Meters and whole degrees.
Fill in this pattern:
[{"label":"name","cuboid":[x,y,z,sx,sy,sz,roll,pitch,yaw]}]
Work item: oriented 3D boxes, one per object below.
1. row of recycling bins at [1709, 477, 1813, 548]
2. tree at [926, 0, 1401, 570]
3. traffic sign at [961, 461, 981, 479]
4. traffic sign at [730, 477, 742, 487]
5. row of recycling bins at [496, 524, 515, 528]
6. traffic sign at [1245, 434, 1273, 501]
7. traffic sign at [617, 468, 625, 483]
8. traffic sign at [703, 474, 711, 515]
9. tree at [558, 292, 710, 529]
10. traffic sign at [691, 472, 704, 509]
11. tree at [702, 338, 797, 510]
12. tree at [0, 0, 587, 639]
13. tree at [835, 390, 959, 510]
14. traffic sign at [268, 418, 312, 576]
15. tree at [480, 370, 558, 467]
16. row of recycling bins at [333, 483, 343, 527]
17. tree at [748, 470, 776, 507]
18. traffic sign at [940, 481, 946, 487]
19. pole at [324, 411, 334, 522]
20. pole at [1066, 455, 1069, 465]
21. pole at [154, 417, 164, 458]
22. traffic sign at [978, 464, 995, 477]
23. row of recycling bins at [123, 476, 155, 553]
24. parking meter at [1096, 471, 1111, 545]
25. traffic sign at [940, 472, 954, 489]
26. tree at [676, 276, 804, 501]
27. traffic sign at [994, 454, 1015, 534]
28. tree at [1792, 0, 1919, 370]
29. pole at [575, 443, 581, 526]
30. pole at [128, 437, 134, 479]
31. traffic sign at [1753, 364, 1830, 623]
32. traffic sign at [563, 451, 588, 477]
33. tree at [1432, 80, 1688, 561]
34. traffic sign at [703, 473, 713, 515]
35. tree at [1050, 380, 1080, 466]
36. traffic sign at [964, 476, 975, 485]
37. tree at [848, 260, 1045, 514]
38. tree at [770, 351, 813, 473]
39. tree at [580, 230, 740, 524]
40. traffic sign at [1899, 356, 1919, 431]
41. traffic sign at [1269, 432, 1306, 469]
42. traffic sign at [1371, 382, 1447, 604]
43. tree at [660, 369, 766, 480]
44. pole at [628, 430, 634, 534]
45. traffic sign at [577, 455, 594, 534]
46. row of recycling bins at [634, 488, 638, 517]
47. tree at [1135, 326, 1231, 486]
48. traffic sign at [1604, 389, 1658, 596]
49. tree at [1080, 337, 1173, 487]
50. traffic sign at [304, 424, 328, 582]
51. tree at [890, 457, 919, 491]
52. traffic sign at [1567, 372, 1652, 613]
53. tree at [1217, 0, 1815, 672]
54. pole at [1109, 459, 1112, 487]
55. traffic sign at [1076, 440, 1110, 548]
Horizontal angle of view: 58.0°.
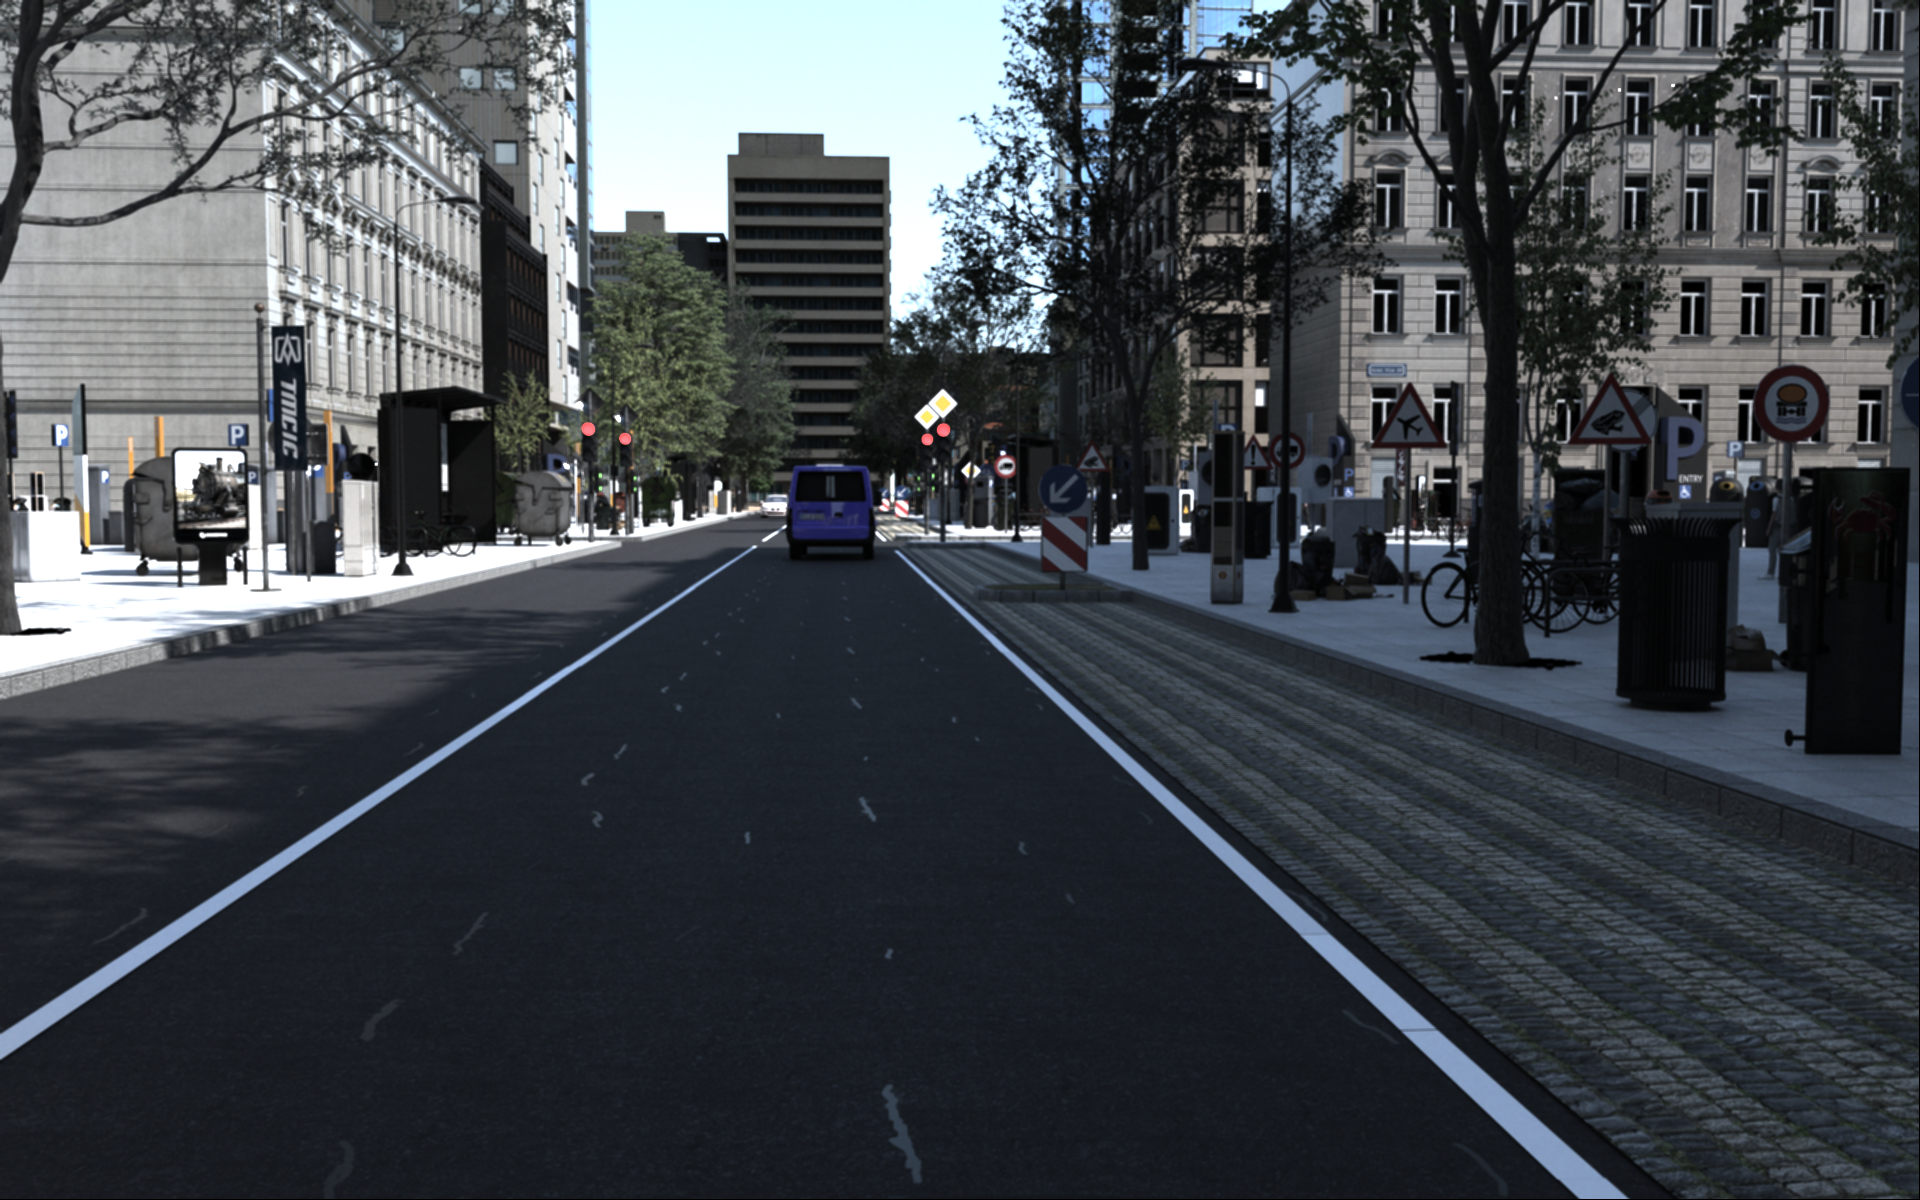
[{"label":"row of recycling bins","cuboid":[19.511,-2.088,41.244,1.069,1.692,3.534,-2,4,-33]},{"label":"tree","cuboid":[3.165,-5.805,29.328,8.767,10.594,7.601,1,4,14]},{"label":"traffic sign","cuboid":[0.455,-4.202,68.435,0.795,2.593,0.064,0,4,0]},{"label":"traffic sign","cuboid":[-16.695,-7.898,129.141,0.884,2.594,0.081,0,4,-3]},{"label":"row of recycling bins","cuboid":[-17.397,-3.580,65.639,3.534,1.692,1.069,-3,5,-43]},{"label":"traffic sign","cuboid":[6.397,-2.316,37.869,0.884,2.594,0.081,0,4,0]},{"label":"traffic sign","cuboid":[-15.658,-4.968,81.222,0.884,2.594,0.081,0,4,3]},{"label":"traffic sign","cuboid":[-15.956,-6.611,108.190,0.768,2.556,0.104,0,4,5]},{"label":"tree","cuboid":[-11.528,-6.882,62.877,4.737,8.622,4.395,0,3,0]},{"label":"traffic sign","cuboid":[-15.027,-6.059,99.170,0.768,2.556,0.104,0,4,4]},{"label":"tree","cuboid":[-17.241,-14.175,138.415,9.857,13.997,8.962,0,3,0]},{"label":"tree","cuboid":[-8.762,-6.416,15.278,12.009,13.543,11.850,0,3,0]},{"label":"tree","cuboid":[-4.843,-13.456,137.009,9.611,12.733,9.660,0,3,0]},{"label":"traffic sign","cuboid":[-10.455,-1.653,27.130,0.768,2.556,0.104,0,4,0]},{"label":"tree","cuboid":[-25.539,-9.204,100.841,4.737,8.622,4.395,0,3,0]},{"label":"row of recycling bins","cuboid":[-23.171,-3.484,64.074,3.534,1.692,1.069,2,4,33]},{"label":"tree","cuboid":[-20.265,-11.793,176.526,4.285,4.588,4.351,0,3,0]},{"label":"traffic sign","cuboid":[-1.120,-7.872,128.821,0.768,2.556,0.104,0,4,2]},{"label":"pole","cuboid":[-15.449,-2.971,42.414,0.158,3.312,0.155,0,3,0]},{"label":"pole","cuboid":[5.607,-5.903,90.355,0.158,3.312,0.155,0,3,0]},{"label":"pole","cuboid":[-21.097,-3.172,45.704,0.158,3.312,0.155,0,3,0]},{"label":"traffic sign","cuboid":[1.112,-4.460,73.023,0.768,2.556,0.104,0,4,5]},{"label":"row of recycling bins","cuboid":[-18.373,-1.979,39.471,1.069,1.692,3.534,-1,4,-16]},{"label":"parking meter","cuboid":[3.626,-2.331,43.826,0.255,1.863,0.399,-1,4,-20]},{"label":"traffic sign","cuboid":[-0.749,-5.973,97.763,0.768,2.556,0.104,0,4,-2]},{"label":"tree","cuboid":[-19.964,-18.180,153.130,12.611,20.169,13.585,0,3,0]},{"label":"traffic sign","cuboid":[1.480,-3.395,55.613,0.768,2.556,0.104,0,4,3]},{"label":"tree","cuboid":[12.510,-4.314,20.901,4.737,8.622,4.395,0,3,0]},{"label":"pole","cuboid":[-15.159,-4.583,68.769,0.158,3.312,0.155,0,3,0]},{"label":"pole","cuboid":[-29.716,-4.177,62.132,0.158,3.312,0.155,0,3,0]},{"label":"traffic sign","cuboid":[8.180,-1.042,17.141,0.768,2.556,0.104,0,4,-2]},{"label":"traffic sign","cuboid":[-11.828,-3.274,53.268,0.795,2.593,0.064,0,3,0]},{"label":"tree","cuboid":[10.847,-4.972,31.659,4.737,8.622,4.395,0,3,0]},{"label":"traffic sign","cuboid":[-15.288,-6.380,104.318,0.884,2.594,0.081,0,4,-4]},{"label":"tree","cuboid":[7.794,-9.470,105.200,4.360,8.622,3.978,0,3,0]},{"label":"traffic sign","cuboid":[0.648,-6.353,103.974,0.768,2.556,0.104,0,4,-3]},{"label":"tree","cuboid":[-0.622,-11.047,90.981,12.009,13.543,11.850,0,3,0]},{"label":"tree","cuboid":[-13.859,-11.164,92.899,12.009,13.543,11.850,0,3,0]},{"label":"tree","cuboid":[-13.020,-9.599,75.065,7.486,12.596,7.792,0,3,0]},{"label":"traffic sign","cuboid":[8.618,-0.929,15.302,0.768,2.556,0.104,0,4,-2]},{"label":"traffic sign","cuboid":[6.739,-2.181,35.771,0.768,2.556,0.104,0,4,-1]},{"label":"traffic sign","cuboid":[5.222,-1.236,20.209,0.884,2.594,0.081,0,4,1]},{"label":"tree","cuboid":[-16.554,-11.059,115.230,7.601,10.594,8.767,-1,4,-19]},{"label":"pole","cuboid":[-10.570,-3.773,55.530,0.158,3.312,0.155,0,3,0]},{"label":"traffic sign","cuboid":[-12.208,-3.420,56.018,0.768,2.556,0.104,0,4,0]},{"label":"row of recycling bins","cuboid":[-16.895,-5.348,94.545,1.069,1.692,3.534,-3,4,-37]},{"label":"tree","cuboid":[9.469,-7.633,75.167,4.737,8.622,4.395,0,3,0]},{"label":"traffic sign","cuboid":[8.071,-1.283,21.084,0.768,2.556,0.104,0,4,3]},{"label":"tree","cuboid":[8.173,-8.002,81.200,4.360,8.622,3.978,0,3,0]},{"label":"traffic sign","cuboid":[-9.489,-1.410,25.181,0.606,2.300,0.079,0,4,-1]},{"label":"tree","cuboid":[-5.222,-12.366,152.552,4.737,8.622,4.395,0,3,0]},{"label":"traffic sign","cuboid":[6.962,-1.139,18.627,0.884,2.594,0.081,0,4,2]},{"label":"tree","cuboid":[3.935,-5.326,12.836,9.928,11.665,9.643,0,3,0]},{"label":"pole","cuboid":[8.831,-6.587,101.534,0.158,3.312,0.155,0,3,0]},{"label":"traffic sign","cuboid":[3.157,-2.535,41.452,0.884,2.594,0.081,0,4,4]}]
